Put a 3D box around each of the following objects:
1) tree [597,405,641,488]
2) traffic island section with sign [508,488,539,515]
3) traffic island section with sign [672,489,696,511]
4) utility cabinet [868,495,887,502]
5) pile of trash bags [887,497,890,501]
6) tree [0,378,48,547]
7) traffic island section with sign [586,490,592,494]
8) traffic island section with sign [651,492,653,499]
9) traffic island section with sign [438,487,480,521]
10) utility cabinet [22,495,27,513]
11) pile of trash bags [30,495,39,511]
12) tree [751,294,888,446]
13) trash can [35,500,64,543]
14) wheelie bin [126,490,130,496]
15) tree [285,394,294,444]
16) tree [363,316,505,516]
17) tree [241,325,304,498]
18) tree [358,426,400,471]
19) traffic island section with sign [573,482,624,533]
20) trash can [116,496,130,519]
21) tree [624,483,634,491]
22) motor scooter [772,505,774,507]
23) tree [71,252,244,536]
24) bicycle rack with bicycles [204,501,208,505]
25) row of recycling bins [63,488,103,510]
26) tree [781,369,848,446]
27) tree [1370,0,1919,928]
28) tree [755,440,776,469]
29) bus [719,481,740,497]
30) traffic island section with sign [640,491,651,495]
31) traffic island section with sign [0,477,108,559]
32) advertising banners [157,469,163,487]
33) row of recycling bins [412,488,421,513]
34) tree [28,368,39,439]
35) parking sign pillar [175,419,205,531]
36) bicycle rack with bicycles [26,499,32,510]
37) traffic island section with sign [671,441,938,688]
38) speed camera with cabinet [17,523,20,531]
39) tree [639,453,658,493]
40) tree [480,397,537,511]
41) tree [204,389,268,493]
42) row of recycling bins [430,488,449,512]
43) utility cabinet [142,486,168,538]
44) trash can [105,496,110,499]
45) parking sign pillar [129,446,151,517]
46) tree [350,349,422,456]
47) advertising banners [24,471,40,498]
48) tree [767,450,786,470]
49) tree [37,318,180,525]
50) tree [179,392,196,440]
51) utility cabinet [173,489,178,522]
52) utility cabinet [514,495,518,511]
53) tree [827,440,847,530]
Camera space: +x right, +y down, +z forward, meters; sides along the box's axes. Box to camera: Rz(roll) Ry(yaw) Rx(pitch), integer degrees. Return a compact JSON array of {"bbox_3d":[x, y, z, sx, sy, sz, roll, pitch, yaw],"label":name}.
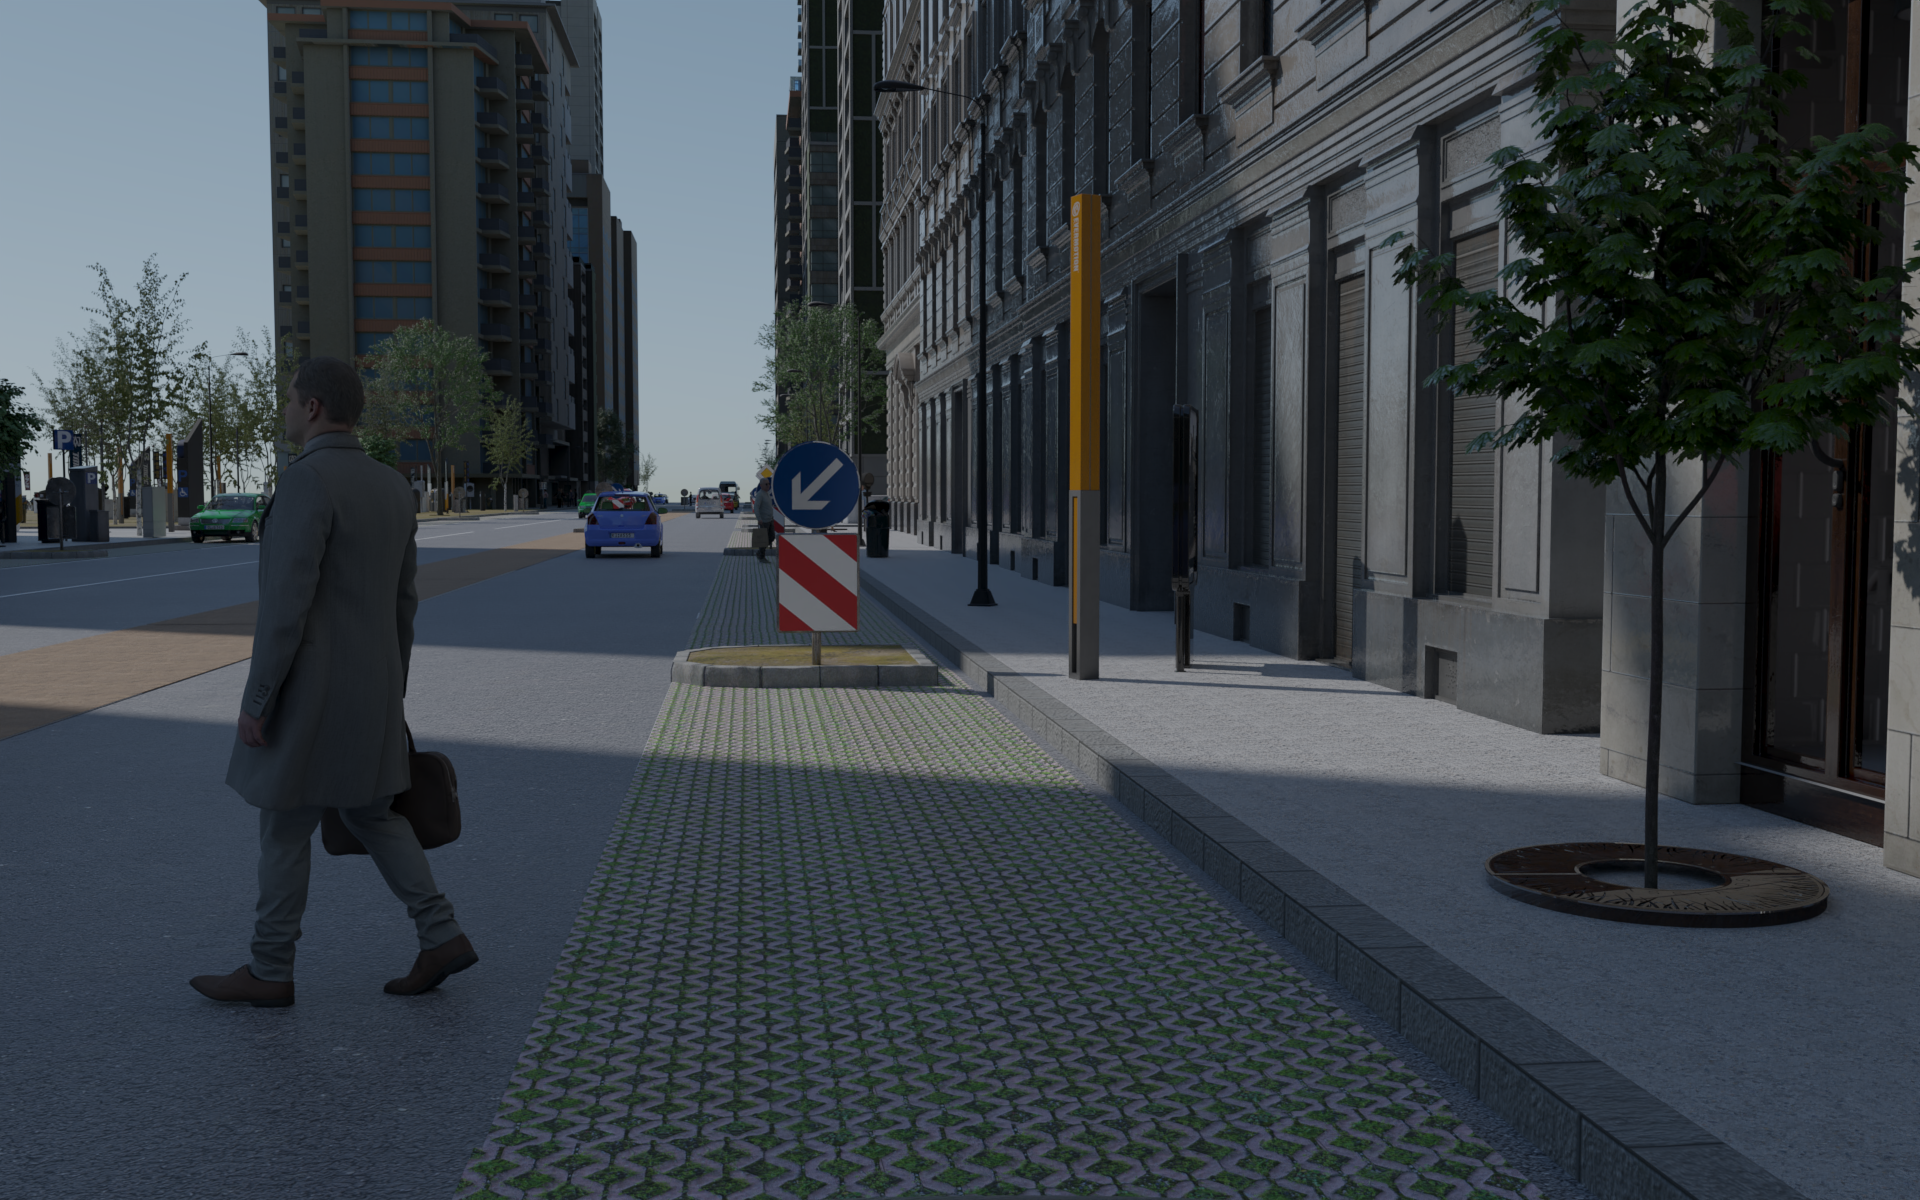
[{"bbox_3d":[-45.763,-18.659,222.074,9.611,12.733,9.660,0,3,0],"label":"tree"},{"bbox_3d":[-30.334,-6.836,120.399,1.989,1.847,2.006,0,4,-7],"label":"traffic island section with sign"},{"bbox_3d":[-23.389,-8.483,146.830,2.006,1.907,1.989,0,4,-7],"label":"traffic island section with sign"},{"bbox_3d":[-3.984,-4.469,84.228,1.020,1.237,0.306,0,4,0],"label":"utility cabinet"},{"bbox_3d":[-2.155,-4.282,79.759,1.912,1.369,3.447,3,4,36],"label":"pile of trash bags"},{"bbox_3d":[-23.765,-3.537,41.547,4.285,4.588,4.351,0,3,0],"label":"tree"},{"bbox_3d":[-36.424,-9.886,170.266,1.989,1.847,2.006,0,4,-7],"label":"traffic island section with sign"},{"bbox_3d":[-49.714,-16.549,279.208,1.989,1.847,2.006,0,4,-7],"label":"traffic island section with sign"},{"bbox_3d":[-27.064,-5.200,93.643,1.989,1.847,2.006,0,4,-7],"label":"traffic island section with sign"},{"bbox_3d":[-63.703,-6.485,117.196,1.020,1.237,0.306,1,4,11],"label":"utility cabinet"},{"bbox_3d":[-69.826,-7.410,130.911,3.447,1.369,1.912,0,4,-4],"label":"pile of trash bags"},{"bbox_3d":[-6.885,-10.004,89.326,9.928,11.665,9.643,0,3,0],"label":"tree"},{"bbox_3d":[-23.784,-2.057,45.287,0.748,1.137,0.748,0,3,0],"label":"trash can"},{"bbox_3d":[-59.719,-7.166,125.068,0.980,1.594,0.693,1,4,17],"label":"wheelie bin"},{"bbox_3d":[-40.938,-9.792,110.460,4.360,8.622,3.978,0,3,0],"label":"tree"},{"bbox_3d":[-31.143,-10.827,102.782,9.928,11.665,9.643,0,3,0],"label":"tree"},{"bbox_3d":[-30.062,-7.609,74.767,4.737,8.622,4.395,0,3,0],"label":"tree"},{"bbox_3d":[-28.629,-6.117,83.719,4.285,4.588,4.351,0,3,0],"label":"tree"},{"bbox_3d":[-13.389,-3.471,64.890,2.006,1.907,1.989,0,4,-7],"label":"traffic island section with sign"},{"bbox_3d":[-43.449,-4.789,89.951,0.748,1.137,0.748,0,3,0],"label":"trash can"},{"bbox_3d":[-49.060,-16.005,256.289,1.663,3.219,1.824,0,3,0],"label":"tree"},{"bbox_3d":[-10.880,-5.267,98.892,0.815,1.314,1.986,0,4,-7],"label":"motor scooter"},{"bbox_3d":[-25.350,-6.301,53.382,4.737,8.622,4.395,0,3,0],"label":"tree"},{"bbox_3d":[-55.708,-6.947,126.963,2.925,0.926,2.852,0,4,7],"label":"bicycle rack with bicycles"},{"bbox_3d":[-49.096,-5.487,96.826,1.069,1.692,3.534,0,4,5],"label":"row of recycling bins"},{"bbox_3d":[-8.353,-9.154,100.022,4.737,8.622,4.395,0,3,0],"label":"tree"},{"bbox_3d":[2.109,-0.666,5.498,1.663,3.219,1.824,0,3,0],"label":"tree"},{"bbox_3d":[-25.228,-17.124,230.345,4.360,8.622,3.978,0,3,0],"label":"tree"},{"bbox_3d":[-33.719,-15.777,252.810,2.948,3.499,13.247,0,4,-6],"label":"bus"},{"bbox_3d":[-46.411,-14.898,252.205,1.989,1.847,2.006,0,4,-7],"label":"traffic island section with sign"},{"bbox_3d":[-20.381,-1.853,38.922,1.989,1.847,2.006,0,4,-7],"label":"traffic island section with sign"},{"bbox_3d":[-51.016,-7.073,111.830,2.074,3.025,0.090,1,4,14],"label":"advertising banners"},{"bbox_3d":[-37.419,-6.683,116.380,3.534,1.692,1.069,3,5,44],"label":"row of recycling bins"},{"bbox_3d":[-40.430,-7.917,79.806,4.360,8.622,3.978,0,3,0],"label":"tree"},{"bbox_3d":[-27.240,-4.454,61.297,1.447,3.967,1.447,0,4,-1],"label":"parking sign pillar"},{"bbox_3d":[-73.397,-7.457,135.299,2.925,0.926,2.852,3,5,40],"label":"bicycle rack with bicycles"},{"bbox_3d":[-1.266,-0.308,13.666,1.989,1.847,2.006,0,4,-7],"label":"traffic island section with sign"},{"bbox_3d":[-32.561,-3.941,58.779,0.660,3.252,2.038,-1,4,-14],"label":"speed camera with cabinet"},{"bbox_3d":[-54.893,-21.539,302.521,4.737,8.622,4.395,0,3,0],"label":"tree"},{"bbox_3d":[-33.814,-10.927,129.025,4.737,8.622,4.395,0,3,0],"label":"tree"},{"bbox_3d":[-49.744,-10.378,120.045,4.360,8.622,3.978,0,3,0],"label":"tree"},{"bbox_3d":[-37.531,-7.210,124.999,1.069,1.692,3.534,-2,4,-24],"label":"row of recycling bins"},{"bbox_3d":[-23.648,-2.576,50.797,0.318,1.500,1.173,0,4,-8],"label":"utility cabinet"},{"bbox_3d":[-54.910,-6.081,111.083,0.748,1.137,0.748,0,3,0],"label":"trash can"},{"bbox_3d":[-45.578,-6.595,96.300,1.447,3.967,1.447,1,4,12],"label":"parking sign pillar"},{"bbox_3d":[-29.747,-8.458,88.644,4.360,8.622,3.978,0,3,0],"label":"tree"},{"bbox_3d":[-70.655,-8.349,132.696,2.074,3.025,0.090,-1,4,-10],"label":"advertising banners"},{"bbox_3d":[-12.989,-8.937,129.830,4.285,4.588,4.351,0,3,0],"label":"tree"},{"bbox_3d":[-35.462,-7.460,72.338,4.360,8.622,3.978,0,3,0],"label":"tree"},{"bbox_3d":[-54.870,-10.437,121.009,4.360,8.622,3.978,0,3,0],"label":"tree"},{"bbox_3d":[-35.250,-4.256,78.259,1.173,1.500,0.318,-1,4,-9],"label":"utility cabinet"},{"bbox_3d":[-32.918,-7.172,128.419,0.306,1.237,1.020,-1,4,-16],"label":"utility cabinet"},{"bbox_3d":[-4.608,-4.090,61.472,1.663,3.219,1.824,0,3,0],"label":"tree"}]
